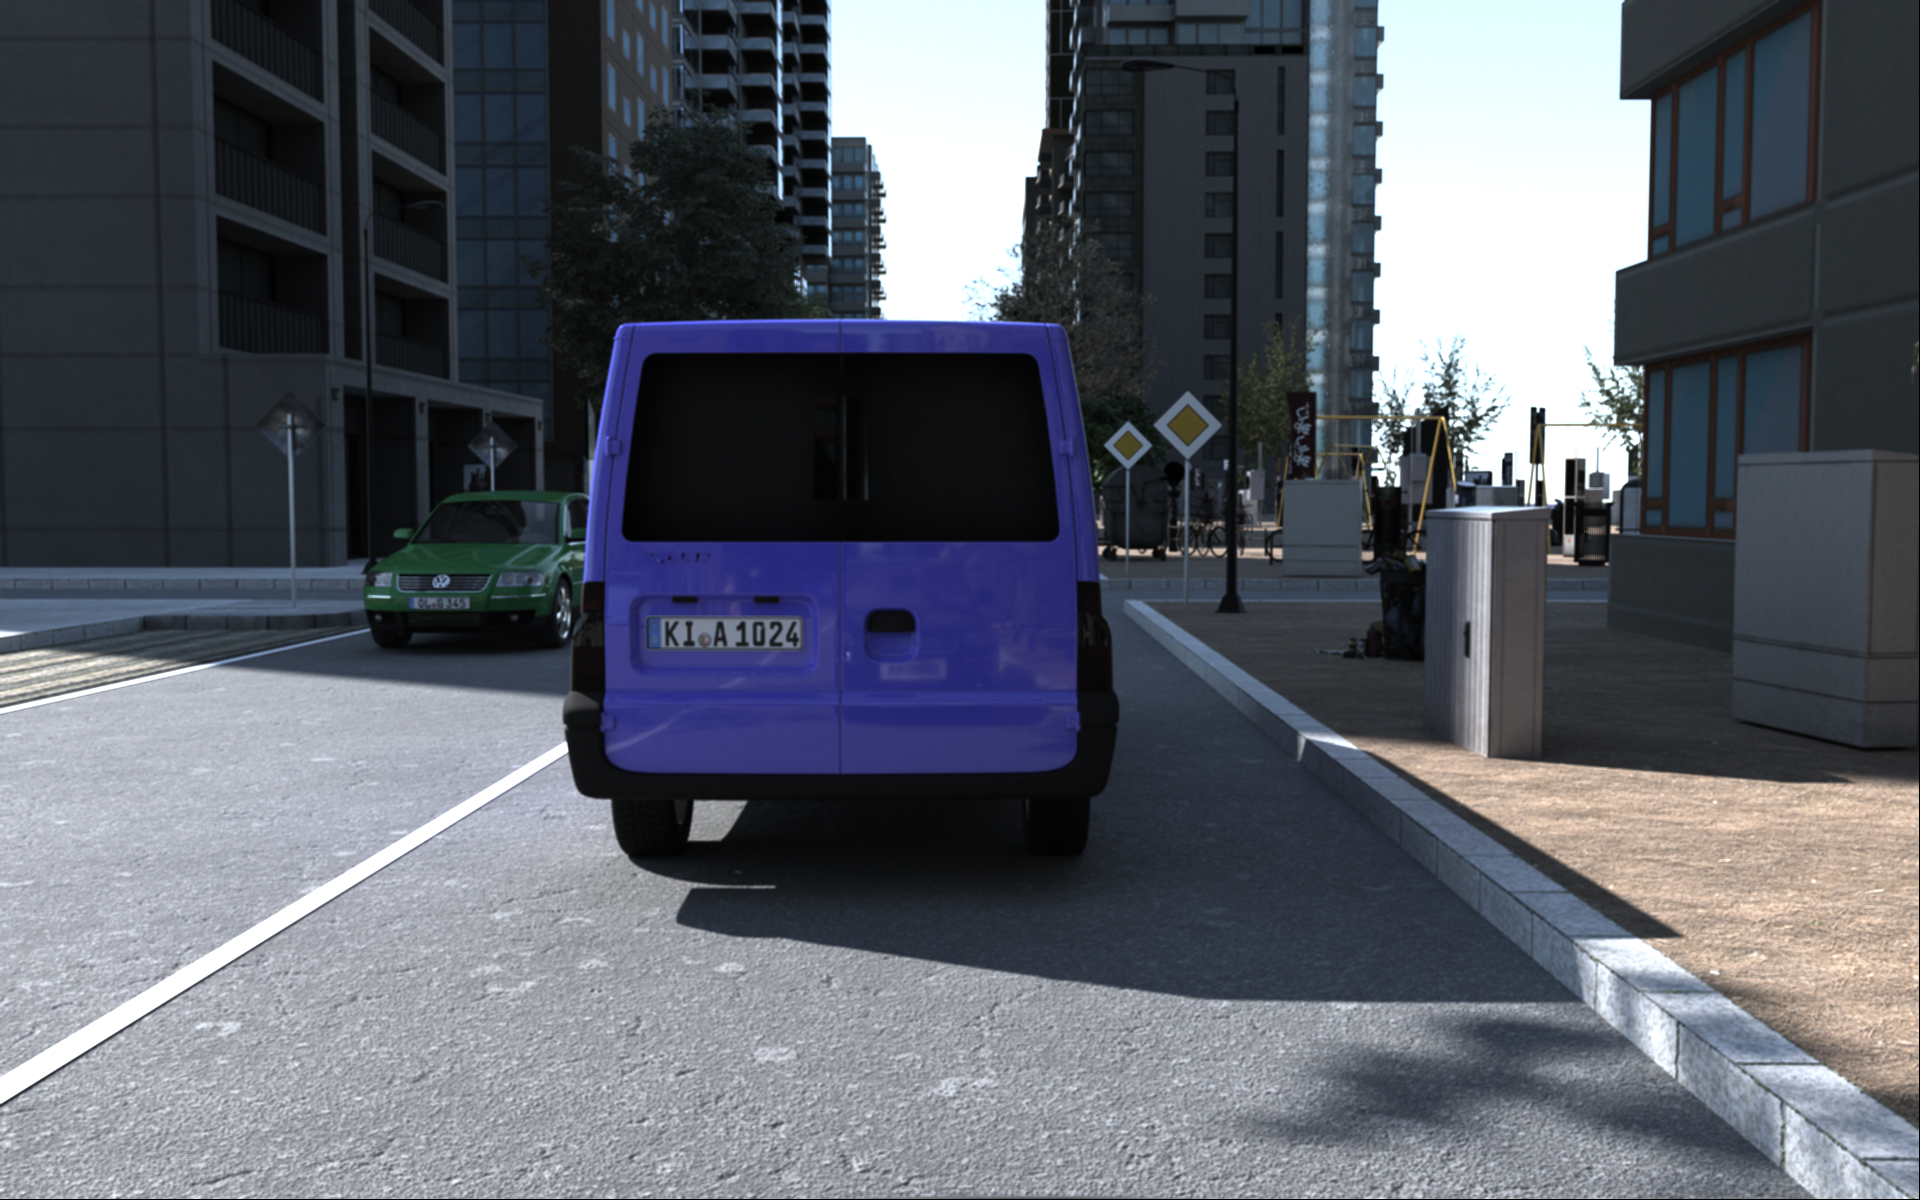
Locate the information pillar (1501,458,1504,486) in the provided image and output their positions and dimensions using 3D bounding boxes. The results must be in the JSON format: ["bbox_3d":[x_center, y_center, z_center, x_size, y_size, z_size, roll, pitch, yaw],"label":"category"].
[{"bbox_3d":[30.275,-6.401,96.017,0.504,3.616,0.183,2,4,30],"label":"information pillar"}]

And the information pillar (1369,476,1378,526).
[{"bbox_3d":[16.424,-3.930,68.747,0.304,2.012,0.304,1,4,16],"label":"information pillar"}]

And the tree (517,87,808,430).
[{"bbox_3d":[-9.361,-9.138,56.056,9.857,13.997,8.962,0,3,0],"label":"tree"}]

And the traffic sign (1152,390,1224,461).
[{"bbox_3d":[2.558,-1.050,19.354,0.795,2.593,0.064,0,4,1],"label":"traffic sign"}]

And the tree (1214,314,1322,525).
[{"bbox_3d":[12.980,-7.397,71.311,4.737,8.622,4.395,0,3,0],"label":"tree"}]

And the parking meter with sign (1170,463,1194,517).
[{"bbox_3d":[12.367,-6.209,97.770,1.738,3.016,0.543,-2,4,-35],"label":"parking meter with sign"}]

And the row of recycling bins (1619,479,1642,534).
[{"bbox_3d":[20.090,-2.491,47.847,3.534,1.692,1.069,1,4,9],"label":"row of recycling bins"}]

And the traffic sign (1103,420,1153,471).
[{"bbox_3d":[2.668,-1.538,27.338,0.795,2.593,0.064,0,4,1],"label":"traffic sign"}]

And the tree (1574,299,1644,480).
[{"bbox_3d":[24.854,-6.926,63.604,4.737,8.622,4.395,0,3,0],"label":"tree"}]

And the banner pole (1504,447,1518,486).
[{"bbox_3d":[29.097,-6.201,91.396,0.863,3.779,0.401,2,4,25],"label":"banner pole"}]

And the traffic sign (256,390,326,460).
[{"bbox_3d":[-7.535,-1.059,19.512,0.795,2.593,0.064,0,4,1],"label":"traffic sign"}]

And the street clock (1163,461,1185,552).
[{"bbox_3d":[4.743,-2.074,38.483,0.471,2.002,0.358,0,4,5],"label":"street clock"}]

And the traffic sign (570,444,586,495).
[{"bbox_3d":[-9.574,-2.693,44.141,0.768,2.556,0.104,1,4,9],"label":"traffic sign"}]

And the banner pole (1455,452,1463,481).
[{"bbox_3d":[26.038,-6.175,90.973,0.863,3.779,0.401,3,4,38],"label":"banner pole"}]

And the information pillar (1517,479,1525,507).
[{"bbox_3d":[28.165,-5.047,87.004,0.304,2.012,0.304,-1,4,-17],"label":"information pillar"}]

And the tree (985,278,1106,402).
[{"bbox_3d":[3.990,-10.644,91.042,9.611,12.733,9.660,0,3,0],"label":"tree"}]

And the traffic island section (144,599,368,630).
[{"bbox_3d":[-7.558,0.165,19.580,2.009,0.180,2.903,0,4,1],"label":"traffic island section"}]

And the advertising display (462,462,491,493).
[{"bbox_3d":[-9.724,-1.816,34.905,0.974,1.923,0.123,3,5,44],"label":"advertising display"}]

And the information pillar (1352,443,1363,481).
[{"bbox_3d":[18.091,-5.357,78.944,0.504,3.616,0.183,3,4,39],"label":"information pillar"}]

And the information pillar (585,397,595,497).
[{"bbox_3d":[-8.989,-3.106,42.133,0.183,3.616,0.504,0,4,8],"label":"information pillar"}]

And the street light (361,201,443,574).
[{"bbox_3d":[-8.887,-3.369,27.620,1.470,5.913,1.316,0,4,1],"label":"street light"}]

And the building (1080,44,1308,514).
[{"bbox_3d":[14.880,-21.011,115.228,14.160,30.474,14.107,0,4,1],"label":"building"}]

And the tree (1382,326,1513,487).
[{"bbox_3d":[21.679,-7.664,75.666,4.737,8.622,4.395,0,3,0],"label":"tree"}]

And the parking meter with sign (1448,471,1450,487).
[{"bbox_3d":[27.767,-6.466,101.975,1.738,3.016,0.543,0,4,4],"label":"parking meter with sign"}]

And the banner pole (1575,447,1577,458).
[{"bbox_3d":[32.438,-6.192,91.264,0.401,3.779,0.863,1,4,16],"label":"banner pole"}]

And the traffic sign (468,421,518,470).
[{"bbox_3d":[-7.425,-1.548,27.497,0.795,2.593,0.064,0,4,1],"label":"traffic sign"}]

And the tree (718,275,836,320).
[{"bbox_3d":[-9.564,-10.314,86.763,7.486,12.596,7.792,0,3,0],"label":"tree"}]

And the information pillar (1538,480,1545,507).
[{"bbox_3d":[31.048,-5.385,92.533,0.304,2.012,0.304,3,5,40],"label":"information pillar"}]

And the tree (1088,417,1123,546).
[{"bbox_3d":[3.639,-2.986,43.415,1.663,3.219,1.824,0,3,0],"label":"tree"}]

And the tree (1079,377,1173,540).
[{"bbox_3d":[4.258,-3.985,48.861,4.285,4.588,4.351,0,3,0],"label":"tree"}]

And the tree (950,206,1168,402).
[{"bbox_3d":[3.950,-10.031,74.379,12.009,13.543,11.850,0,3,0],"label":"tree"}]

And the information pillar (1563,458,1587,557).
[{"bbox_3d":[12.499,-1.880,35.229,0.304,2.012,0.304,-2,4,-33],"label":"information pillar"}]

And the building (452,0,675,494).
[{"bbox_3d":[-19.435,-25.545,67.776,14.600,45.320,14.200,0,4,1],"label":"building"}]

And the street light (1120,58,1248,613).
[{"bbox_3d":[2.407,-2.820,18.640,1.470,5.913,1.316,0,4,1],"label":"street light"}]

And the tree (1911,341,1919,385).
[{"bbox_3d":[3.804,-3.360,5.296,4.360,8.622,3.978,0,3,0],"label":"tree"}]

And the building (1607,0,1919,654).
[{"bbox_3d":[19.862,-9.565,1.423,27.650,21.520,28.899,0,4,1],"label":"building"}]

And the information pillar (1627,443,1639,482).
[{"bbox_3d":[30.628,-5.349,78.809,0.504,3.616,0.183,0,4,-8],"label":"information pillar"}]

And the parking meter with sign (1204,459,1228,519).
[{"bbox_3d":[12.961,-5.594,87.715,0.543,3.016,1.738,-2,4,-31],"label":"parking meter with sign"}]

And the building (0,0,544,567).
[{"bbox_3d":[-21.071,-36.716,38.554,20.563,71.187,20.611,0,4,1],"label":"building"}]

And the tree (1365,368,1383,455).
[{"bbox_3d":[24.189,-8.896,95.818,4.737,8.622,4.395,0,3,0],"label":"tree"}]

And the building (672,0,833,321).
[{"bbox_3d":[-21.209,-51.066,147.608,22.319,86.520,31.000,0,4,1],"label":"building"}]

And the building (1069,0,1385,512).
[{"bbox_3d":[20.184,-31.678,137.547,23.786,49.044,30.456,0,4,1],"label":"building"}]

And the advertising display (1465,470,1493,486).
[{"bbox_3d":[14.265,-2.598,47.689,0.123,1.923,0.974,-2,4,-26],"label":"advertising display"}]
